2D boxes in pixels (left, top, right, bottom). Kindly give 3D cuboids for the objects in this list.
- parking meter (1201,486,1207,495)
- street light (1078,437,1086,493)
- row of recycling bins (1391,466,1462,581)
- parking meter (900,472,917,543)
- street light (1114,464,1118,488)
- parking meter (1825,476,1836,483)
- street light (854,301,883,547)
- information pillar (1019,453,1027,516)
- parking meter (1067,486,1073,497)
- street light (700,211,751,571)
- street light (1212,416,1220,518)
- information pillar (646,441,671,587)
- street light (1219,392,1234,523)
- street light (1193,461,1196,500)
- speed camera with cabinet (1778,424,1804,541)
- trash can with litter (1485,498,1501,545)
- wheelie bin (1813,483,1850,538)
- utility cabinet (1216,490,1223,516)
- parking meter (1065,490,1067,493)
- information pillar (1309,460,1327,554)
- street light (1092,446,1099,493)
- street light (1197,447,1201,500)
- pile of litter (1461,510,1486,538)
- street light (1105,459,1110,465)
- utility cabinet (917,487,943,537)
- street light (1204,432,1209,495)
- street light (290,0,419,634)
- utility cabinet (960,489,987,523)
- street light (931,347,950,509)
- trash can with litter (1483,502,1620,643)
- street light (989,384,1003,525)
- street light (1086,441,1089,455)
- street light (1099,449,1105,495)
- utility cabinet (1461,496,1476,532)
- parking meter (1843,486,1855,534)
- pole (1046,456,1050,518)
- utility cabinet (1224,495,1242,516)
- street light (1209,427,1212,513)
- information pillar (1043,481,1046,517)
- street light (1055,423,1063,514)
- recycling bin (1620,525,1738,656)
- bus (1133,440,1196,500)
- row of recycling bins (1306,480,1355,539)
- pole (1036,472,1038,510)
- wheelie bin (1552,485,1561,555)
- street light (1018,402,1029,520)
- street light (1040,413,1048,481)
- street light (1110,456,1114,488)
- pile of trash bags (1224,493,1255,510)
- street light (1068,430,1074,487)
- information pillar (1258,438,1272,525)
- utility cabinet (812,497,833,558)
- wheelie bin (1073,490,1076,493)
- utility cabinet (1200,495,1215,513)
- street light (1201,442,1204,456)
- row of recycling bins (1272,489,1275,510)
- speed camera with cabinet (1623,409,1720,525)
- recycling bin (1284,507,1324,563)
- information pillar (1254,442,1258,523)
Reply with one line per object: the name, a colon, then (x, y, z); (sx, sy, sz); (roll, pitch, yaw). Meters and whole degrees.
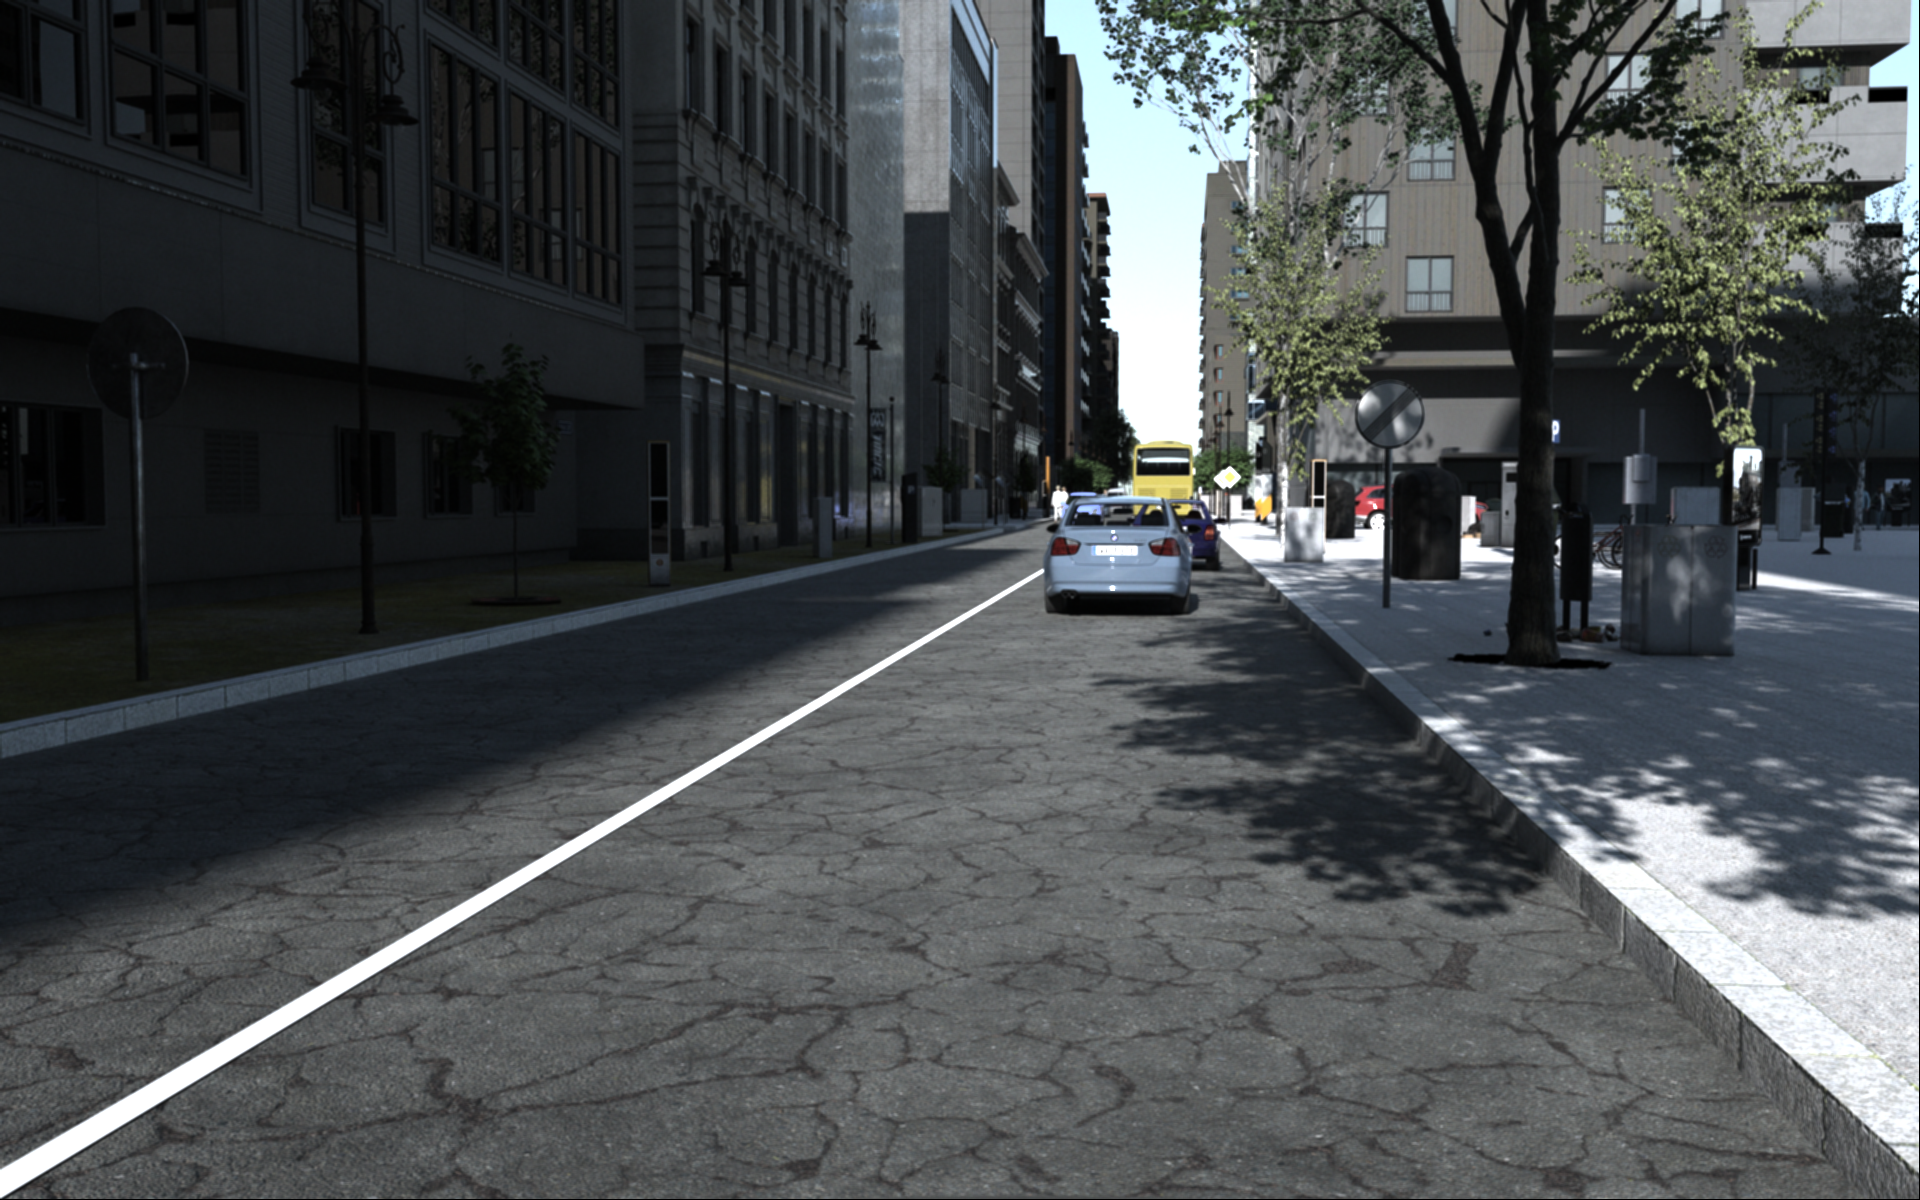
parking meter: (17.335, -7.168, 122.913); (0.255, 1.863, 0.399); (-2, 4, -35)
street light: (9.541, -10.082, 137.628); (0.468, 5.910, 1.993); (0, 4, 7)
row of recycling bins: (7.308, -1.236, 27.322); (1.069, 1.692, 3.534); (1, 4, 13)
parking meter: (-1.345, -2.443, 45.651); (0.399, 1.863, 0.255); (-1, 4, -22)
street light: (18.872, -14.691, 212.991); (0.468, 5.910, 1.993); (0, 4, 7)
parking meter: (28.540, -3.130, 56.883); (0.399, 1.863, 0.255); (-3, 5, -41)
street light: (-2.194, -4.211, 41.632); (0.468, 5.910, 1.993); (0, 4, 7)
information pillar: (3.662, -6.649, 100.073); (0.504, 3.616, 0.183); (2, 4, 32)
parking meter: (7.572, -6.930, 119.021); (0.399, 1.863, 0.255); (1, 4, 12)
street light: (-3.857, -3.417, 28.659); (0.468, 5.910, 1.993); (0, 4, 7)
street light: (13.520, -7.175, 90.092); (0.468, 5.910, 1.993); (0, 4, 7)
information pillar: (-4.176, -1.194, 24.010); (0.304, 2.012, 0.304); (-1, 4, -13)
street light: (11.960, -6.386, 77.201); (0.468, 5.910, 1.993); (0, 4, 7)
street light: (23.131, -11.937, 167.962); (0.468, 5.910, 1.993); (0, 4, 7)
speed camera with cabinet: (23.048, -3.285, 48.042); (0.660, 3.252, 2.038); (2, 4, 25)
trash can with litter: (13.802, -2.004, 44.151); (0.624, 1.170, 1.055); (0, 4, -4)
wheelie bin: (25.790, -2.651, 51.256); (0.980, 1.594, 0.693); (2, 4, 27)
utility cabinet: (15.232, -5.670, 101.382); (0.318, 1.500, 1.173); (1, 4, 16)
parking meter: (7.597, -6.933, 121.762); (0.372, 1.533, 0.369); (0, 3, 0)
information pillar: (7.688, -2.004, 37.258); (0.304, 2.012, 0.304); (0, 4, -1)
street light: (12.445, -11.523, 161.191); (0.468, 5.910, 1.993); (0, 4, 7)
street light: (20.216, -10.483, 144.191); (0.468, 5.910, 1.993); (0, 4, 7)
pile of litter: (15.370, -2.224, 50.321); (1.719, 0.858, 1.176); (2, 4, 34)
street light: (15.642, -13.099, 186.964); (0.468, 5.910, 1.993); (0, 4, 7)
utility cabinet: (-0.937, -2.623, 51.570); (0.318, 1.500, 1.173); (2, 4, 30)
street light: (16.846, -8.784, 116.407); (0.468, 5.910, 1.993); (0, 4, 7)
street light: (-5.445, -2.629, 15.772); (0.468, 5.910, 1.993); (0, 4, 7)
utility cabinet: (0.607, -4.148, 76.497); (1.173, 1.500, 0.318); (0, 4, -6)
street light: (-0.615, -4.999, 54.521); (0.468, 5.910, 1.993); (0, 4, 7)
trash can with litter: (5.593, -0.288, 15.765); (1.678, 1.210, 2.233); (0, 4, 2)
street light: (1.485, -6.053, 71.747); (0.468, 5.910, 1.993); (0, 4, 7)
street light: (10.750, -10.702, 147.768); (0.468, 5.910, 1.993); (0, 4, 7)
street light: (14.039, -12.311, 174.078); (0.468, 5.910, 1.993); (0, 4, 7)
utility cabinet: (17.093, -2.919, 58.895); (0.306, 1.237, 1.020); (-2, 4, -24)
parking meter: (28.838, -2.927, 56.272); (0.372, 1.533, 0.369); (0, 3, 0)
pole: (4.760, -6.104, 93.645); (0.158, 3.312, 0.155); (0, 3, 0)
utility cabinet: (16.300, -5.635, 103.293); (1.020, 1.237, 0.306); (-1, 4, -14)
street light: (15.209, -7.962, 102.967); (0.468, 5.910, 1.993); (0, 4, 7)
information pillar: (4.732, -5.549, 95.217); (0.304, 2.012, 0.304); (1, 4, 22)
street light: (6.344, -8.473, 111.317); (0.468, 5.910, 1.993); (0, 4, 7)
recycling bin: (5.822, -0.092, 14.054); (0.722, 1.027, 0.722); (0, 4, 7)
bus: (9.258, -5.316, 78.471); (2.896, 3.916, 12.252); (0, 4, 7)
row of recycling bins: (10.921, -2.705, 51.344); (1.069, 1.692, 3.534); (0, 4, 1)
pole: (6.336, -9.142, 143.318); (0.158, 3.312, 0.155); (0, 3, 0)
wheelie bin: (12.085, -1.736, 36.284); (0.980, 1.594, 0.693); (-1, 4, -22)
street light: (3.160, -6.896, 85.543); (0.468, 5.910, 1.993); (0, 4, 7)
street light: (4.793, -7.684, 98.425); (0.468, 5.910, 1.993); (0, 4, 7)
street light: (17.187, -13.888, 199.856); (0.468, 5.910, 1.993); (0, 4, 7)
pile of trash bags: (22.586, -8.039, 141.191); (1.912, 1.369, 3.447); (-2, 4, -26)
street light: (8.013, -9.285, 124.594); (0.468, 5.910, 1.993); (0, 4, 7)
information pillar: (12.734, -4.927, 71.911); (0.183, 3.616, 0.504); (-3, 5, -41)
utility cabinet: (-2.805, -1.470, 35.195); (0.306, 1.237, 1.020); (-1, 4, -12)
wheelie bin: (8.206, -7.317, 127.537); (0.693, 1.594, 0.980); (3, 4, 37)
utility cabinet: (17.150, -6.654, 119.957); (1.020, 1.237, 0.306); (2, 4, 26)
street light: (18.506, -9.595, 129.658); (0.468, 5.910, 1.993); (0, 4, 7)
row of recycling bins: (25.477, -8.292, 142.682); (1.069, 1.692, 3.534); (1, 4, 12)
speed camera with cabinet: (16.560, -2.813, 40.333); (2.038, 3.252, 0.660); (1, 4, 14)
recycling bin: (6.524, -1.241, 32.839); (0.722, 1.027, 0.722); (1, 4, 11)
information pillar: (13.501, -5.289, 77.826); (0.504, 3.616, 0.183); (2, 4, 32)
